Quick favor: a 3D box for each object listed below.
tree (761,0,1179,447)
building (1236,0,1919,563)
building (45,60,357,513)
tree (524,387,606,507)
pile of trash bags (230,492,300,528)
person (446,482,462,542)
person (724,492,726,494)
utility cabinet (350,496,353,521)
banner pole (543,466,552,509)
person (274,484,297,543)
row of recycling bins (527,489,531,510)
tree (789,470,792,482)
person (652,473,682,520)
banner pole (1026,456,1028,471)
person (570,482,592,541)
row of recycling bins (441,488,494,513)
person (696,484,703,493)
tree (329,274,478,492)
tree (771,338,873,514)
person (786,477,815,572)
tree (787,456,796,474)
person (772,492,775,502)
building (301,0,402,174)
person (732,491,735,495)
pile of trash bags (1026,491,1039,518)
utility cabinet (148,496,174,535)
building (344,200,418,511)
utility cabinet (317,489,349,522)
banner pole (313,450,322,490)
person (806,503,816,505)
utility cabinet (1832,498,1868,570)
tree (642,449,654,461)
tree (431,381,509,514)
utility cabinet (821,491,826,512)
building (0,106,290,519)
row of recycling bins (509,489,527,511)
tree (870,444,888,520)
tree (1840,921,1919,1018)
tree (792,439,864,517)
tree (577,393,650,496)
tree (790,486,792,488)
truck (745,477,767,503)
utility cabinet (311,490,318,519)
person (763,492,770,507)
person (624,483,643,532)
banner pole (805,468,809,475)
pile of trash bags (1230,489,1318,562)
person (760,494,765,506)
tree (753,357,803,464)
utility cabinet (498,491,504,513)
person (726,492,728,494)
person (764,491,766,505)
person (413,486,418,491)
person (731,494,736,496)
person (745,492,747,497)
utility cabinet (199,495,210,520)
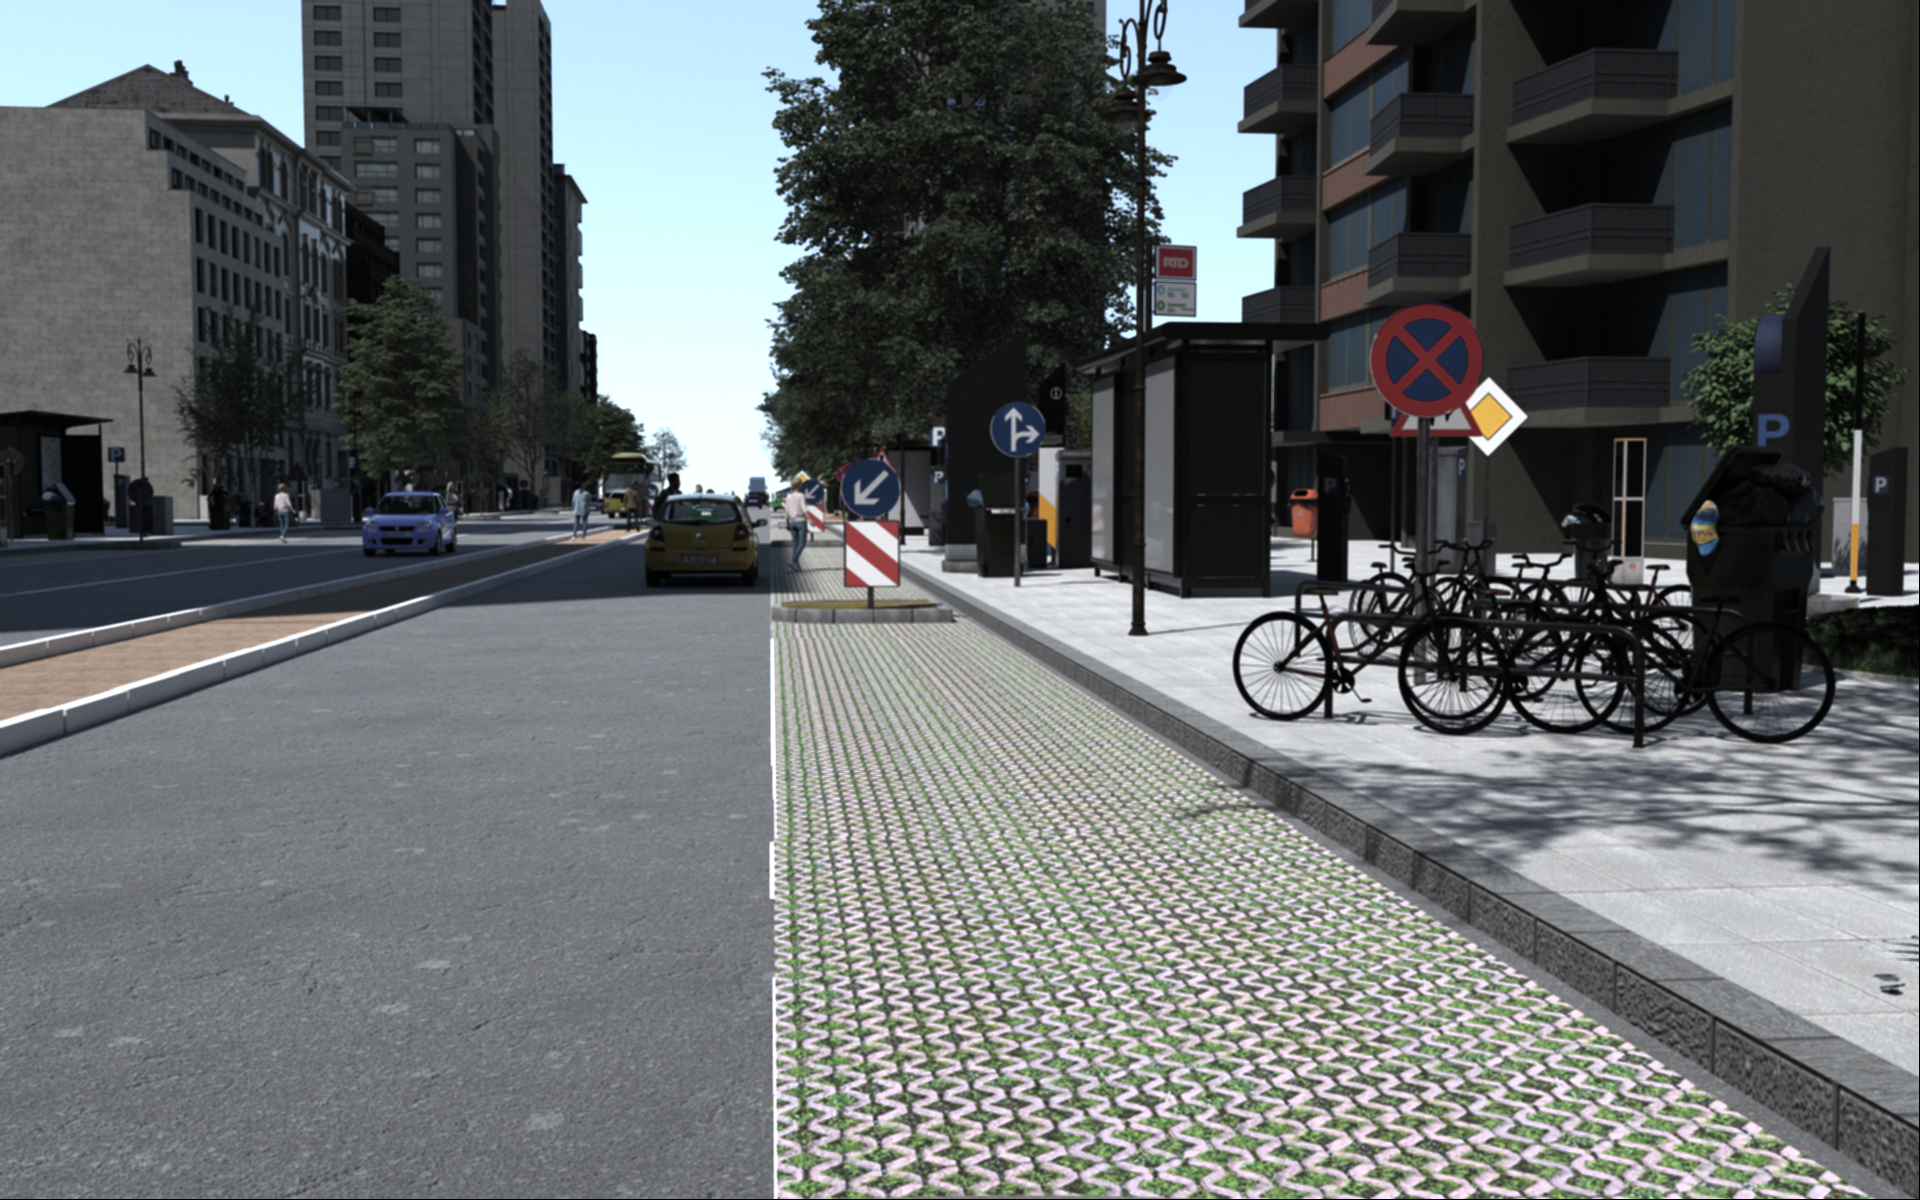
[{"bbox_3d":[0.282,-7.956,36.737,9.857,13.997,8.962,0,3,0],"label":"tree"},{"bbox_3d":[19.642,-23.881,45.072,22.147,44.769,28.867,0,4,-6],"label":"building"},{"bbox_3d":[-49.587,-20.020,114.721,14.401,28.519,23.554,0,4,-6],"label":"building"},{"bbox_3d":[-38.372,-14.877,168.994,9.928,11.665,9.643,0,3,0],"label":"tree"},{"bbox_3d":[-27.452,-3.543,67.681,3.447,1.369,1.912,2,4,35],"label":"pile of trash bags"},{"bbox_3d":[-15.208,-2.656,52.114,0.537,1.800,0.526,-3,5,-45],"label":"person"},{"bbox_3d":[-39.455,-17.210,290.593,1.217,1.736,0.721,1,4,10],"label":"person"},{"bbox_3d":[-29.030,-4.348,82.250,0.306,1.237,1.020,-1,4,-15],"label":"utility cabinet"},{"bbox_3d":[-36.150,-9.886,151.654,0.863,3.779,0.401,-3,5,-40],"label":"banner pole"},{"bbox_3d":[-19.785,-2.542,50.732,0.731,1.740,0.598,0,4,0],"label":"person"},{"bbox_3d":[-35.831,-8.059,138.870,1.069,1.692,3.534,2,4,29],"label":"row of recycling bins"},{"bbox_3d":[-10.211,-9.134,133.059,4.285,4.588,4.351,0,3,0],"label":"tree"},{"bbox_3d":[-5.284,-1.445,32.103,0.794,1.824,0.713,-3,4,-37],"label":"person"},{"bbox_3d":[2.840,-5.586,81.346,0.863,3.779,0.401,-2,4,-23],"label":"banner pole"},{"bbox_3d":[-11.511,-2.680,52.576,0.793,1.790,0.793,-3,4,-36],"label":"person"},{"bbox_3d":[-32.884,-6.639,115.658,3.534,1.692,1.069,-3,4,-38],"label":"row of recycling bins"},{"bbox_3d":[-9.698,-3.409,64.425,0.728,1.800,0.709,1,4,16],"label":"person"},{"bbox_3d":[-28.727,-10.496,89.738,7.486,12.596,7.792,0,3,0],"label":"tree"},{"bbox_3d":[-8.485,-11.903,112.737,7.486,12.596,7.792,0,3,0],"label":"tree"},{"bbox_3d":[-2.991,-1.394,31.969,0.731,1.740,0.598,2,4,25],"label":"person"},{"bbox_3d":[-19.758,-16.394,218.409,4.737,8.622,4.395,0,3,0],"label":"tree"},{"bbox_3d":[-33.159,-18.244,307.500,0.721,1.736,1.217,1,4,19],"label":"person"},{"bbox_3d":[-63.029,-46.702,201.827,20.563,71.187,20.611,0,4,-6],"label":"building"},{"bbox_3d":[-25.016,-11.137,190.608,0.705,1.821,1.348,-3,4,-36],"label":"person"},{"bbox_3d":[2.948,-2.068,43.563,3.447,1.369,1.912,3,5,43],"label":"pile of trash bags"},{"bbox_3d":[-25.009,-2.633,54.209,1.020,1.237,0.306,3,4,37],"label":"utility cabinet"},{"bbox_3d":[-50.446,-18.696,135.357,12.332,23.373,15.834,0,4,-6],"label":"building"},{"bbox_3d":[-28.312,-4.262,78.363,1.173,1.500,0.318,-1,4,-17],"label":"utility cabinet"},{"bbox_3d":[-36.905,-6.694,99.467,0.401,3.779,0.863,1,4,17],"label":"banner pole"},{"bbox_3d":[-5.629,-3.375,64.037,0.716,1.782,0.532,-3,5,-42],"label":"person"},{"bbox_3d":[15.317,-1.121,29.488,0.306,1.237,1.020,-1,4,-9],"label":"utility cabinet"},{"bbox_3d":[-49.980,-19.827,274.540,4.737,8.622,4.395,0,3,0],"label":"tree"},{"bbox_3d":[-31.100,-9.896,112.164,4.360,8.622,3.978,0,3,0],"label":"tree"},{"bbox_3d":[-9.625,-6.931,122.005,0.318,1.500,1.173,-1,4,-9],"label":"utility cabinet"},{"bbox_3d":[-44.452,-14.658,94.413,10.420,20.320,16.860,0,4,-6],"label":"building"},{"bbox_3d":[-35.879,-7.853,135.512,3.534,1.692,1.069,1,4,20],"label":"row of recycling bins"},{"bbox_3d":[-2.637,-3.899,58.347,1.663,3.219,1.824,0,3,0],"label":"tree"},{"bbox_3d":[2.966,-5.718,3.855,12.009,13.543,11.850,0,3,0],"label":"tree"},{"bbox_3d":[-6.589,-7.020,98.499,4.285,4.588,4.351,0,3,0],"label":"tree"},{"bbox_3d":[-39.848,-16.924,194.829,7.486,12.596,7.792,0,3,0],"label":"tree"},{"bbox_3d":[-29.583,-19.046,306.004,1.663,3.219,1.824,0,3,0],"label":"tree"},{"bbox_3d":[-30.868,-16.638,261.793,2.967,4.110,18.799,0,4,-4],"label":"truck"},{"bbox_3d":[-32.641,-4.835,87.731,0.318,1.500,1.173,-2,4,-29],"label":"utility cabinet"},{"bbox_3d":[-21.574,-11.234,192.971,0.445,1.727,0.742,3,5,43],"label":"person"},{"bbox_3d":[-12.311,-3.477,65.258,0.656,1.842,0.836,-3,5,-39],"label":"person"},{"bbox_3d":[-13.040,-9.667,148.064,0.401,3.779,0.863,-3,4,-39],"label":"banner pole"},{"bbox_3d":[5.557,-1.467,33.732,1.912,1.369,3.447,-3,5,-44],"label":"pile of trash bags"},{"bbox_3d":[-24.464,-12.399,214.479,1.065,1.426,0.557,3,5,45],"label":"person"},{"bbox_3d":[-23.950,-23.510,240.275,12.611,20.169,13.585,0,3,0],"label":"tree"},{"bbox_3d":[-31.302,-6.691,118.083,0.318,1.500,1.173,-1,4,-13],"label":"utility cabinet"},{"bbox_3d":[-41.383,-18.321,308.834,0.721,1.735,1.217,1,4,14],"label":"person"},{"bbox_3d":[-25.328,-13.239,224.984,1.348,1.821,0.705,-1,4,-21],"label":"person"},{"bbox_3d":[-20.633,-3.455,65.566,0.480,1.755,0.524,-1,4,-23],"label":"person"},{"bbox_3d":[-34.947,-15.731,266.529,1.217,1.723,0.721,-1,4,-18],"label":"person"},{"bbox_3d":[-35.948,-17.216,290.899,0.530,1.710,0.541,0,4,-3],"label":"person"},{"bbox_3d":[-37.652,-4.612,86.563,1.020,1.237,0.306,3,5,45],"label":"utility cabinet"}]
